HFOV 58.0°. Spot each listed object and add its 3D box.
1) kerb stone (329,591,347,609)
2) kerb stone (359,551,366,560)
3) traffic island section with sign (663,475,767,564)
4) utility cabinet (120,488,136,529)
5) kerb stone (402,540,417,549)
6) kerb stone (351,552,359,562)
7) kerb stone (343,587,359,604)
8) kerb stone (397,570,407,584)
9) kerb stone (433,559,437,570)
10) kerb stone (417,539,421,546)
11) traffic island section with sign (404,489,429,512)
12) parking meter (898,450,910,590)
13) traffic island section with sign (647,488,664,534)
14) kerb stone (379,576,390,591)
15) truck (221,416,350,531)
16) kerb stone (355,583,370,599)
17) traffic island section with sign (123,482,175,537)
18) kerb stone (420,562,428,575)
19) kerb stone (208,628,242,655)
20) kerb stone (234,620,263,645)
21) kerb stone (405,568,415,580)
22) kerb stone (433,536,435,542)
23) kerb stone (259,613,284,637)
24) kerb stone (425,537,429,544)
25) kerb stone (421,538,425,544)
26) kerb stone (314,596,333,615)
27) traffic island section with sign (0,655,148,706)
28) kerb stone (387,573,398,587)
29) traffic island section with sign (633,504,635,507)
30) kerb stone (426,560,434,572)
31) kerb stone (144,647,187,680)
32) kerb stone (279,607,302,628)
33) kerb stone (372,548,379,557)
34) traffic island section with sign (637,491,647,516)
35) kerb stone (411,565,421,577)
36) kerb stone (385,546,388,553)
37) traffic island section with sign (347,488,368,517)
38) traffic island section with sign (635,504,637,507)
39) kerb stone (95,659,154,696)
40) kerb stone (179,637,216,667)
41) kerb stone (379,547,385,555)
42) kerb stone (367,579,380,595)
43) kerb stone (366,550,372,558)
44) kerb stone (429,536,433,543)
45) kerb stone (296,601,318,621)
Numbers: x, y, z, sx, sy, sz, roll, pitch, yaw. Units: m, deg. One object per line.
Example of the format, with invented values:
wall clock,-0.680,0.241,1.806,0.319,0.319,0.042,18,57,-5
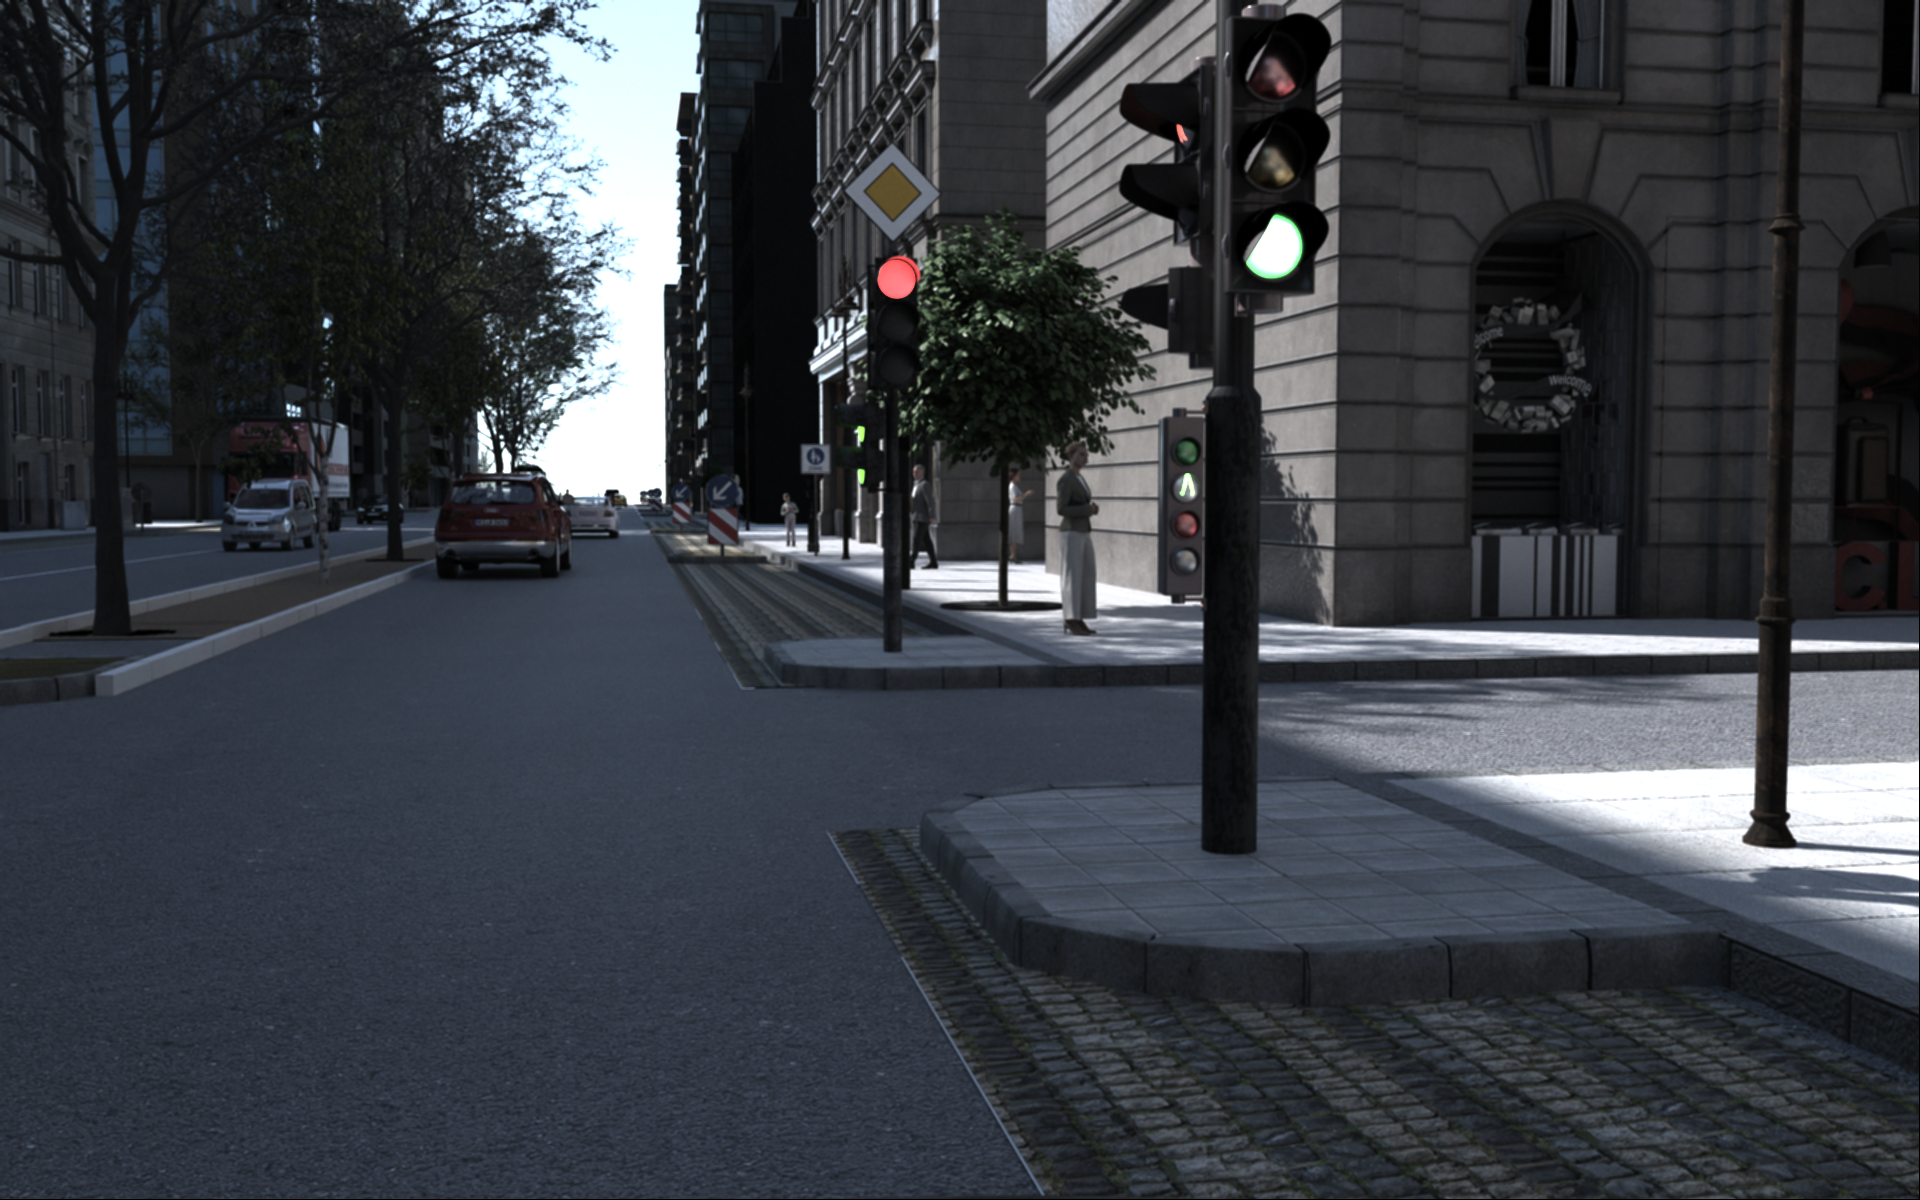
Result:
kerb stone,-7.909,0.023,21.839,0.120,0.150,1.000,-1,4,-11
kerb stone,-13.059,-0.933,37.493,0.120,0.150,1.000,-1,4,-11
traffic island section with sign,-5.124,-1.691,36.278,1.989,1.847,2.006,-1,4,-11
utility cabinet,-30.079,-3.288,62.444,0.318,1.500,1.173,0,4,-6
kerb stone,-14.803,-1.488,46.575,0.120,0.150,1.000,-1,4,-11
kerb stone,-12.862,-0.874,36.490,0.120,0.150,1.000,-1,4,-11
kerb stone,-8.107,-0.040,22.851,0.120,0.150,1.000,-1,4,-11
kerb stone,-9.063,-0.348,27.879,0.120,0.150,1.000,-1,4,-11
kerb stone,-10.043,-0.655,32.901,0.120,0.150,1.000,-1,4,-11
kerb stone,-15.001,-1.552,47.587,0.120,0.150,1.000,-1,4,-11
traffic island section with sign,-42.473,-7.729,134.997,1.989,1.847,2.006,-1,4,-11
parking meter,-0.802,-1.080,23.366,0.255,1.863,0.399,0,4,-1
traffic island section with sign,-10.226,-3.310,62.748,1.989,1.847,2.006,-1,4,-11
kerb stone,-8.686,-0.220,25.869,0.120,0.150,1.000,-1,4,-11
truck,-24.945,-4.625,64.532,2.839,4.237,11.283,-1,4,-10
kerb stone,-8.299,-0.102,23.856,0.120,0.150,1.000,-1,4,-11
traffic island section with sign,-27.785,-3.058,58.634,1.989,1.847,2.006,-1,4,-11
kerb stone,-9.652,-0.532,30.888,0.120,0.150,1.000,-1,4,-11
kerb stone,-6.742,0.393,15.778,0.120,0.150,1.000,-1,4,-11
kerb stone,-6.948,0.334,16.789,0.120,0.150,1.000,-1,4,-11
kerb stone,-9.259,-0.399,28.882,0.120,0.150,1.000,-1,4,-11
kerb stone,-15.780,-1.800,51.625,0.120,0.150,1.000,-1,4,-11
kerb stone,-7.131,0.272,17.797,0.120,0.150,1.000,-1,4,-11
kerb stone,-15.392,-1.672,49.600,0.120,0.150,1.000,-1,4,-11
kerb stone,-15.203,-1.615,48.595,0.120,0.150,1.000,-1,4,-11
kerb stone,-7.717,0.083,20.835,0.120,0.150,1.000,-1,4,-11
traffic island section with sign,-7.198,-0.267,12.500,2.006,1.907,1.989,-1,4,-11
kerb stone,-8.883,-0.286,26.872,0.120,0.150,1.000,-1,4,-11
traffic island section with sign,-35.250,-11.266,192.819,1.989,1.847,2.006,-1,4,-11
kerb stone,-9.845,-0.593,31.891,0.120,0.150,1.000,-1,4,-11
kerb stone,-6.354,0.515,13.771,0.120,0.150,1.000,-1,4,-11
kerb stone,-7.331,0.212,18.804,0.120,0.150,1.000,-1,4,-11
kerb stone,-13.448,-1.058,39.503,0.120,0.150,1.000,-1,4,-11
traffic island section with sign,-19.760,-6.342,112.322,1.989,1.847,2.006,-1,4,-11
kerb stone,-9.460,-0.470,29.884,0.120,0.150,1.000,-1,4,-11
kerb stone,-13.839,-1.183,41.533,0.120,0.150,1.000,-1,4,-11
traffic island section with sign,-37.298,-6.084,108.104,1.989,1.847,2.006,-1,4,-11
traffic island section with sign,-24.850,-7.961,138.794,1.989,1.847,2.006,-1,4,-11
kerb stone,-6.160,0.578,12.767,0.120,0.150,1.000,-1,4,-11
kerb stone,-6.551,0.454,14.774,0.120,0.150,1.000,-1,4,-11
kerb stone,-13.644,-1.116,40.512,0.120,0.150,1.000,-1,4,-11
kerb stone,-8.495,-0.163,24.865,0.120,0.150,1.000,-1,4,-11
kerb stone,-13.256,-0.997,38.498,0.120,0.150,1.000,-1,4,-11
kerb stone,-15.585,-1.737,50.603,0.120,0.150,1.000,-1,4,-11
kerb stone,-7.526,0.146,19.816,0.120,0.150,1.000,-1,4,-11
